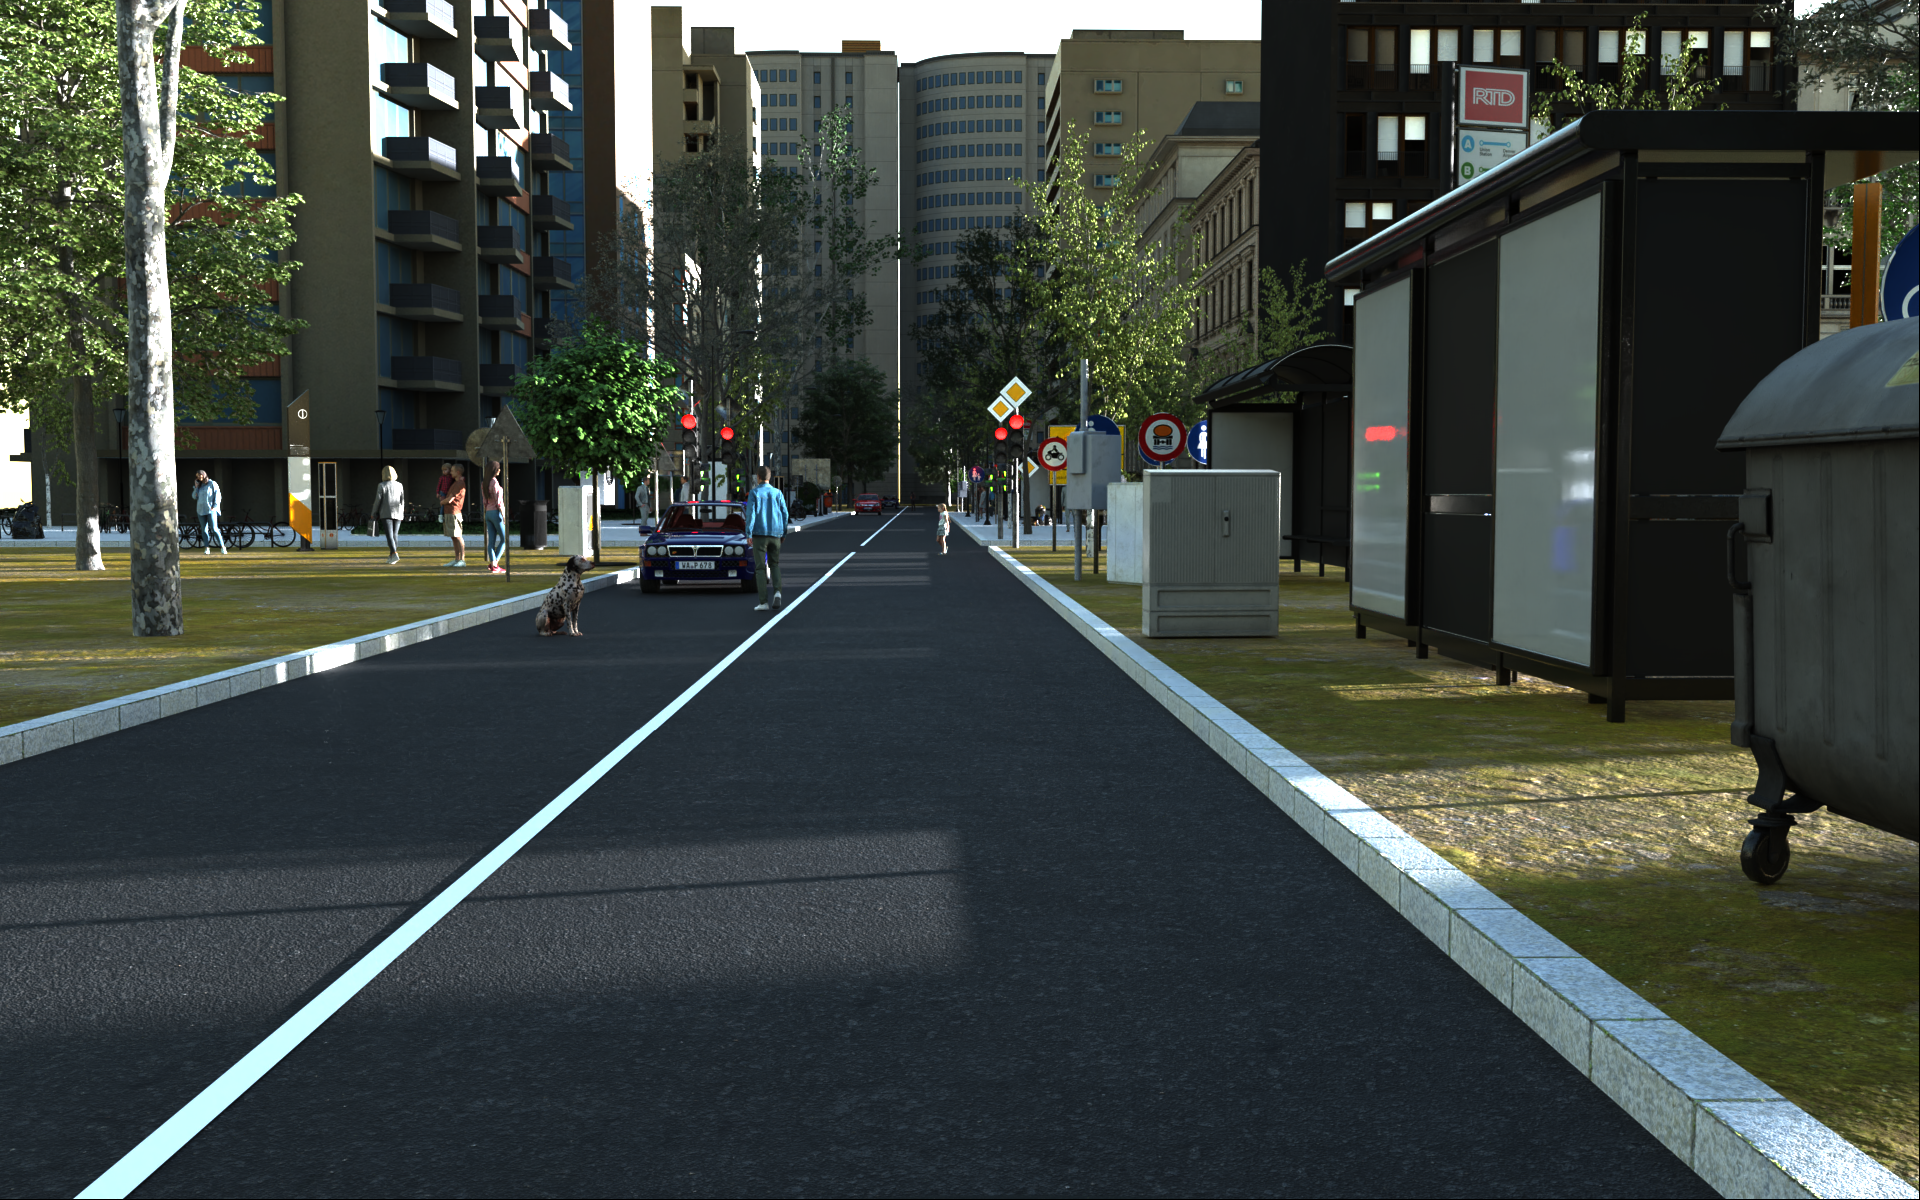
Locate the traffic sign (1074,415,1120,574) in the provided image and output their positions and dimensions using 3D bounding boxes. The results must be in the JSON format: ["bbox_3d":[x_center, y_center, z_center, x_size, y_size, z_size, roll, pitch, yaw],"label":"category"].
[{"bbox_3d":[2.195,-1.698,27.870,0.768,2.556,0.104,0,4,1],"label":"traffic sign"}]

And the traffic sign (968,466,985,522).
[{"bbox_3d":[0.754,-4.839,79.228,0.768,2.556,0.104,0,4,0],"label":"traffic sign"}]

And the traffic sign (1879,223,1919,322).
[{"bbox_3d":[4.464,-0.466,7.722,0.768,2.556,0.104,0,4,8],"label":"traffic sign"}]

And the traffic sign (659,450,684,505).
[{"bbox_3d":[-6.699,-2.329,40.206,0.606,2.300,0.079,0,4,6],"label":"traffic sign"}]

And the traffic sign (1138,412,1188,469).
[{"bbox_3d":[3.165,-1.652,27.111,0.768,2.556,0.104,0,4,3],"label":"traffic sign"}]

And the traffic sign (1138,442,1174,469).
[{"bbox_3d":[3.638,-1.934,31.730,0.768,2.556,0.104,0,4,4],"label":"traffic sign"}]

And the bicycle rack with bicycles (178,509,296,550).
[{"bbox_3d":[-17.496,-1.669,40.667,2.925,0.926,2.852,0,4,2],"label":"bicycle rack with bicycles"}]

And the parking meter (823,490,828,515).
[{"bbox_3d":[-8.380,-6.241,107.749,0.255,1.863,0.399,0,4,0],"label":"parking meter"}]

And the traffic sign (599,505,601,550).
[{"bbox_3d":[-8.337,-2.436,39.942,0.768,2.556,0.104,0,4,-1],"label":"traffic sign"}]

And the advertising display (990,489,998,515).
[{"bbox_3d":[2.319,-6.308,108.345,0.974,1.923,0.123,2,4,30],"label":"advertising display"}]

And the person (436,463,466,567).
[{"bbox_3d":[-8.949,-1.502,30.576,0.580,1.828,0.573,1,4,14],"label":"person"}]

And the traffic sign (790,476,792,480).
[{"bbox_3d":[-10.998,-7.044,115.268,0.768,2.556,0.104,0,4,6],"label":"traffic sign"}]

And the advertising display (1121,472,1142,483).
[{"bbox_3d":[4.841,-2.779,50.657,0.974,1.923,0.123,0,4,7],"label":"advertising display"}]

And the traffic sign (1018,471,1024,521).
[{"bbox_3d":[3.027,-4.986,81.620,0.768,2.556,0.104,0,4,7],"label":"traffic sign"}]

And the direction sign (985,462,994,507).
[{"bbox_3d":[2.093,-8.074,124.008,0.876,3.537,0.379,3,5,42],"label":"direction sign"}]

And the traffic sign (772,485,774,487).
[{"bbox_3d":[-10.164,-5.768,96.435,0.606,2.300,0.079,0,4,6],"label":"traffic sign"}]

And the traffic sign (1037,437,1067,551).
[{"bbox_3d":[2.111,-2.360,38.688,0.768,2.556,0.104,0,4,3],"label":"traffic sign"}]

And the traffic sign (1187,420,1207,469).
[{"bbox_3d":[4.265,-1.812,29.726,0.768,2.556,0.104,0,4,4],"label":"traffic sign"}]

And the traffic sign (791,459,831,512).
[{"bbox_3d":[-8.539,-6.445,99.253,2.265,3.308,0.079,0,4,7],"label":"traffic sign"}]

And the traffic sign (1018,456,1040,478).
[{"bbox_3d":[2.388,-3.697,60.174,0.795,2.593,0.064,0,4,7],"label":"traffic sign"}]

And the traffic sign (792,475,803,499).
[{"bbox_3d":[-8.767,-5.586,93.457,0.606,2.300,0.079,0,4,6],"label":"traffic sign"}]

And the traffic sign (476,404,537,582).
[{"bbox_3d":[-6.589,-1.538,25.154,0.884,2.594,0.081,0,3,0],"label":"traffic sign"}]

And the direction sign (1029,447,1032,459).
[{"bbox_3d":[3.407,-5.621,83.896,0.379,3.537,0.876,1,4,10],"label":"direction sign"}]

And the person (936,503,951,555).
[{"bbox_3d":[-0.341,-1.667,40.771,0.382,1.210,0.505,-2,4,-25],"label":"person"}]

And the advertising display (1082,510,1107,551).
[{"bbox_3d":[3.014,-2.071,39.075,0.974,1.923,0.123,3,5,43],"label":"advertising display"}]

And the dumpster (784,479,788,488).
[{"bbox_3d":[-11.358,-6.699,112.030,1.502,2.255,1.985,0,4,-1],"label":"dumpster"}]

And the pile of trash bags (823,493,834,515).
[{"bbox_3d":[-9.371,-5.894,106.123,3.447,1.369,1.912,-2,4,-28],"label":"pile of trash bags"}]

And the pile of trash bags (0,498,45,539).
[{"bbox_3d":[-28.076,-2.440,49.644,3.447,1.369,1.912,-1,4,-13],"label":"pile of trash bags"}]

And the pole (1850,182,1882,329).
[{"bbox_3d":[5.982,-1.080,11.508,0.158,3.312,0.155,0,3,0],"label":"pole"}]

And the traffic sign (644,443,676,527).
[{"bbox_3d":[-6.637,-2.315,37.859,0.884,2.594,0.081,0,4,7],"label":"traffic sign"}]

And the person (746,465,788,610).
[{"bbox_3d":[-2.374,-0.761,21.291,0.601,1.785,0.444,-2,4,-26],"label":"person"}]

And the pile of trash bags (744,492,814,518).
[{"bbox_3d":[-9.850,-5.051,92.332,3.447,1.369,1.912,1,4,13],"label":"pile of trash bags"}]

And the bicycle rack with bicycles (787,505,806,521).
[{"bbox_3d":[-9.015,-4.170,81.558,2.925,0.926,2.852,1,4,18],"label":"bicycle rack with bicycles"}]

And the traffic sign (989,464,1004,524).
[{"bbox_3d":[1.530,-4.517,73.854,0.884,2.594,0.081,0,4,2],"label":"traffic sign"}]

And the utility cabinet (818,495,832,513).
[{"bbox_3d":[-9.084,-6.393,115.692,1.020,1.237,0.306,0,4,-5],"label":"utility cabinet"}]

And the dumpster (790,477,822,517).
[{"bbox_3d":[-8.649,-5.851,98.155,1.502,2.255,1.985,0,4,-1],"label":"dumpster"}]

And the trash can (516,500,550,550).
[{"bbox_3d":[-9.860,-1.736,40.031,0.748,1.137,0.748,0,3,0],"label":"trash can"}]

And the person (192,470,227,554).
[{"bbox_3d":[-16.112,-1.889,37.187,0.793,1.790,0.793,-2,4,-24],"label":"person"}]

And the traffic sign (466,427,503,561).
[{"bbox_3d":[-9.056,-2.015,33.056,0.768,2.556,0.104,0,4,3],"label":"traffic sign"}]

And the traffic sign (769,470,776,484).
[{"bbox_3d":[-8.281,-4.458,75.014,0.606,2.300,0.079,0,4,5],"label":"traffic sign"}]

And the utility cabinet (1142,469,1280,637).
[{"bbox_3d":[2.237,-0.413,15.439,1.173,1.500,0.318,0,4,-6],"label":"utility cabinet"}]

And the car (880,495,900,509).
[{"bbox_3d":[-6.697,-9.306,164.735,1.945,1.354,3.894,0,4,0],"label":"car"}]

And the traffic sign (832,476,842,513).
[{"bbox_3d":[-8.576,-7.363,120.490,0.768,2.556,0.104,0,4,-1],"label":"traffic sign"}]

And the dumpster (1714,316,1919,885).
[{"bbox_3d":[3.173,0.049,4.959,1.264,1.857,1.865,0,4,-1],"label":"dumpster"}]

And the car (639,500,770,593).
[{"bbox_3d":[-3.838,-0.843,26.363,1.945,1.354,3.894,0,4,-3],"label":"car"}]

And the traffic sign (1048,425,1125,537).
[{"bbox_3d":[3.729,-3.494,51.005,2.265,3.308,0.079,0,4,8],"label":"traffic sign"}]

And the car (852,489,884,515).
[{"bbox_3d":[-6.252,-6.669,118.073,2.155,1.783,4.494,0,4,-2],"label":"car"}]
